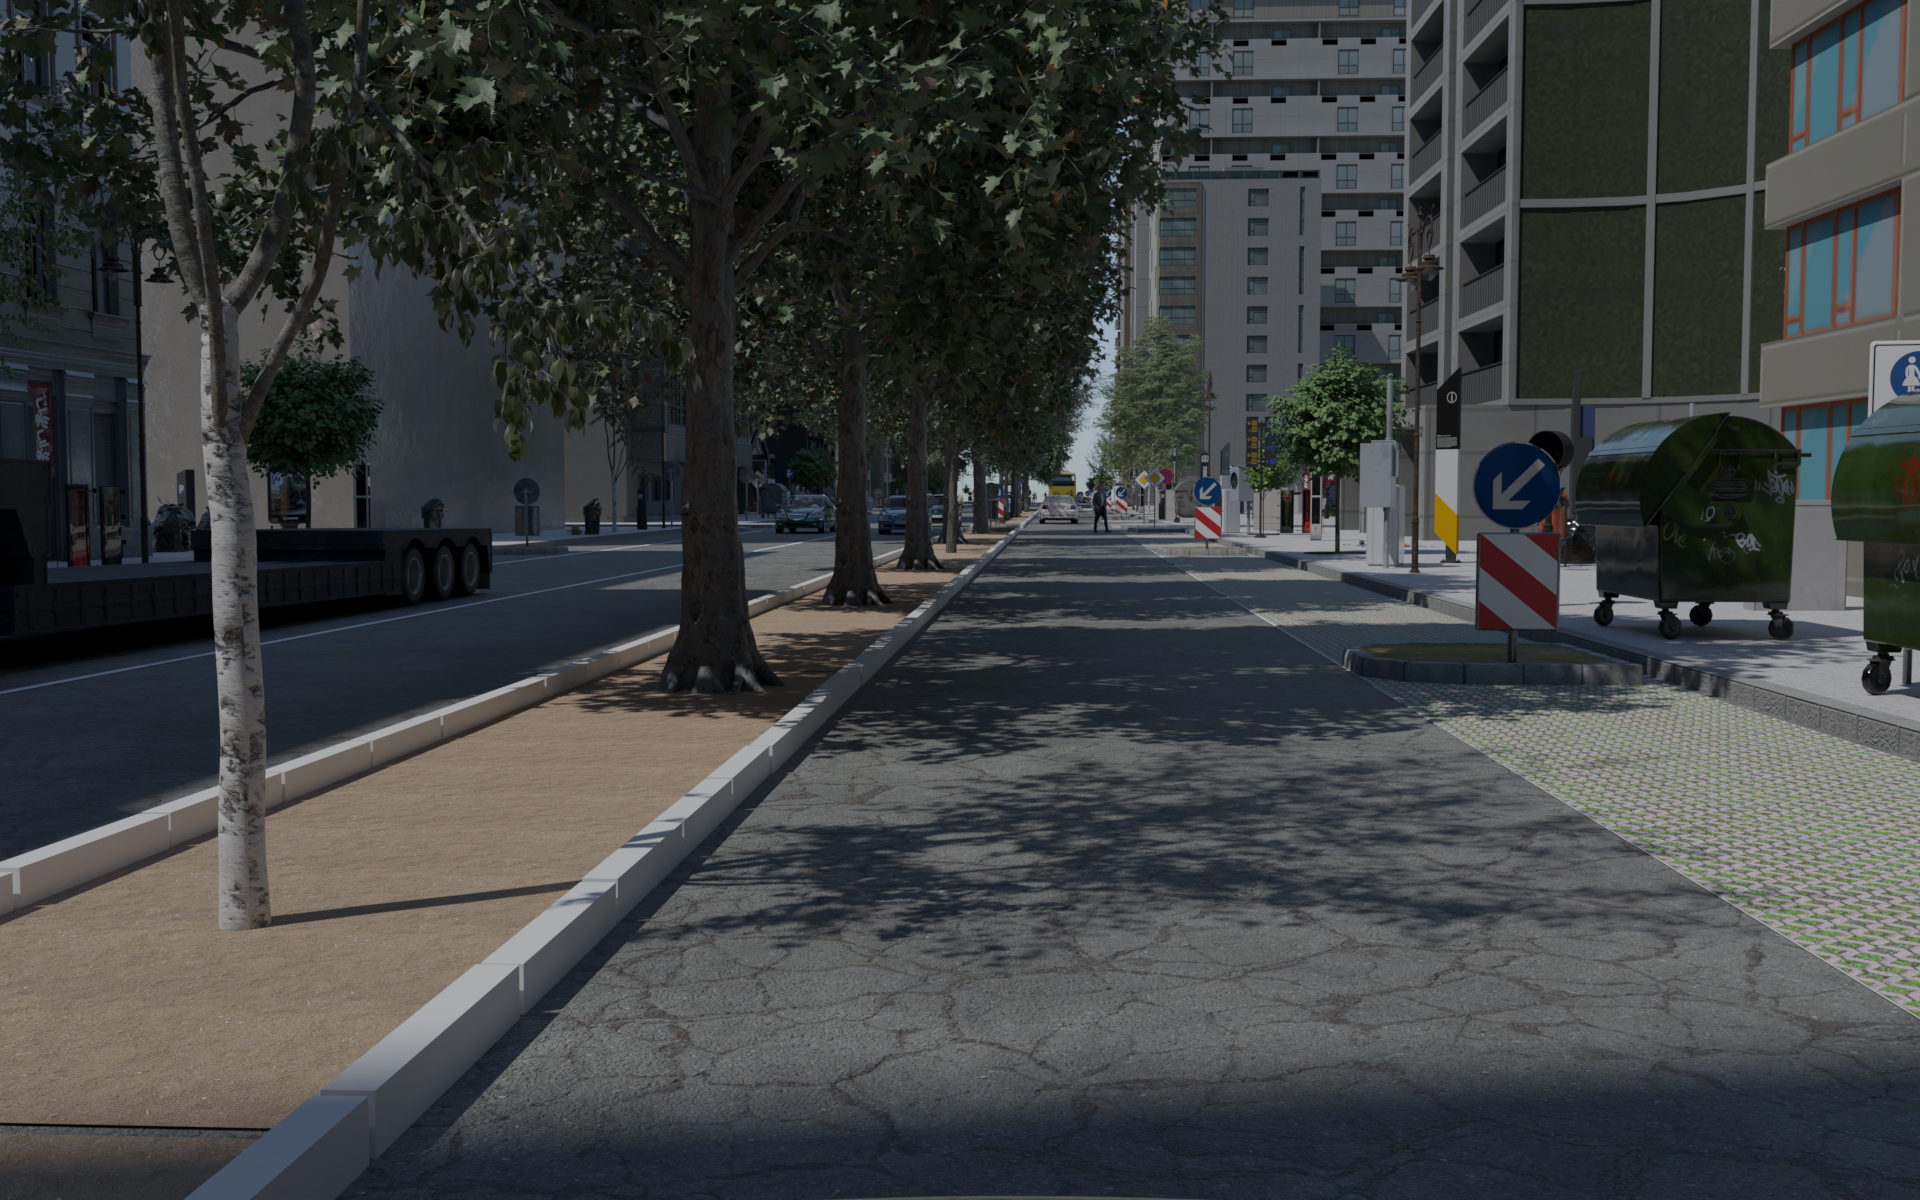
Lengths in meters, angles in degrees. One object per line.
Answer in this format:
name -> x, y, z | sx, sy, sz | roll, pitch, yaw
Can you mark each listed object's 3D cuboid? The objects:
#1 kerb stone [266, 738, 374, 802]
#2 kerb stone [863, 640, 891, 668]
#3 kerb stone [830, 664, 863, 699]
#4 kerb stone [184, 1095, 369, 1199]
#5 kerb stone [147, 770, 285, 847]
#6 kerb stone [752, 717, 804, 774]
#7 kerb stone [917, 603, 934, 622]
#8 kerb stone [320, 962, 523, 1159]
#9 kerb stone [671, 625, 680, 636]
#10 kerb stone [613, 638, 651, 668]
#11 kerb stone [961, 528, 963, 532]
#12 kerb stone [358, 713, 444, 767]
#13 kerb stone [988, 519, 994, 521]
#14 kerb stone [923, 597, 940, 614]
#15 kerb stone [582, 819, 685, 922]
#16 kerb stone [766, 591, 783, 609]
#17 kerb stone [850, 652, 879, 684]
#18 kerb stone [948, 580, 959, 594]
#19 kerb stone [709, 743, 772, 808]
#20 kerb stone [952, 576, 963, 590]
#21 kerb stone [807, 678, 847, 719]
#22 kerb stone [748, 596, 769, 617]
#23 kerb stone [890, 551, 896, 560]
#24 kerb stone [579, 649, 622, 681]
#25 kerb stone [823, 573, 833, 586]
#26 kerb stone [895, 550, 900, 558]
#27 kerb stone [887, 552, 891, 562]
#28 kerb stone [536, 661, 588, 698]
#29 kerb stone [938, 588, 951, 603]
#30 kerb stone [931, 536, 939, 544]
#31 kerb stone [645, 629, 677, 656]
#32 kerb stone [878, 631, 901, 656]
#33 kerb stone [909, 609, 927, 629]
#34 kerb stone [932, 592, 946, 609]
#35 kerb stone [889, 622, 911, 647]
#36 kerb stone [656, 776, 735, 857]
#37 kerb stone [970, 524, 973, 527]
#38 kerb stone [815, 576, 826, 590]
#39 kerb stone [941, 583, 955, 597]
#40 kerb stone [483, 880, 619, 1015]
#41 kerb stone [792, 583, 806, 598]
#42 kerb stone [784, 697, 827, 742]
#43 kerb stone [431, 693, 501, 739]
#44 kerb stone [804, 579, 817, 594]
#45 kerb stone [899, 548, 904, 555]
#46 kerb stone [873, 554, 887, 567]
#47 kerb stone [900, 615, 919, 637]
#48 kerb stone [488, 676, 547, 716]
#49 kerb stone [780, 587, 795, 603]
kerb stone -> -3.148, 0.838, 8.499 | 0.120, 0.150, 1.000 | 0, 4, 3
kerb stone -> -0.709, 0.473, 14.465 | 0.120, 0.150, 1.000 | 0, 4, 3
kerb stone -> -0.829, 0.598, 12.419 | 0.120, 0.150, 1.000 | 0, 4, 3
kerb stone -> -1.348, 1.162, 3.197 | 0.120, 0.150, 1.000 | 0, 4, 3
kerb stone -> -3.211, 0.900, 7.479 | 0.120, 0.150, 1.000 | 0, 4, 3
kerb stone -> -0.990, 0.787, 9.353 | 0.120, 0.150, 1.000 | 0, 4, 3
kerb stone -> -0.418, 0.164, 19.579 | 0.120, 0.150, 1.000 | 0, 4, 3
kerb stone -> -1.289, 1.099, 4.228 | 0.120, 0.150, 1.000 | 0, 4, 3
kerb stone -> -2.692, 0.338, 16.676 | 0.120, 0.150, 1.000 | 0, 4, 3
kerb stone -> -2.804, 0.463, 14.625 | 0.120, 0.150, 1.000 | 0, 4, 3
kerb stone -> 0.033, -2.604, 64.808 | 0.120, 0.150, 1.000 | 0, 4, 3
kerb stone -> -3.090, 0.776, 9.521 | 0.120, 0.150, 1.000 | 0, 4, 3
kerb stone -> 1.793, -4.514, 95.999 | 0.120, 0.150, 1.000 | 0, 4, 3
kerb stone -> -0.367, 0.097, 20.606 | 0.120, 0.150, 1.000 | 0, 4, 3
kerb stone -> -1.174, 0.973, 6.281 | 0.120, 0.150, 1.000 | 0, 4, 3
kerb stone -> -2.400, 0.024, 21.804 | 0.120, 0.150, 1.000 | 0, 4, 3
kerb stone -> -0.764, 0.541, 13.440 | 0.120, 0.150, 1.000 | 0, 4, 3
kerb stone -> -0.136, -0.153, 24.707 | 0.120, 0.150, 1.000 | 0, 4, 3
kerb stone -> -1.059, 0.848, 8.333 | 0.120, 0.150, 1.000 | 0, 4, 3
kerb stone -> -0.074, -0.214, 25.731 | 0.120, 0.150, 1.000 | 0, 4, 3
kerb stone -> -0.884, 0.661, 11.394 | 0.120, 0.150, 1.000 | 0, 4, 3
kerb stone -> -2.460, 0.086, 20.783 | 0.120, 0.150, 1.000 | 0, 4, 3
kerb stone -> -1.532, -0.915, 37.152 | 0.120, 0.150, 1.000 | 0, 4, 3
kerb stone -> -2.862, 0.525, 13.604 | 0.120, 0.150, 1.000 | 0, 4, 3
kerb stone -> -2.120, -0.287, 26.913 | 0.120, 0.150, 1.000 | 0, 4, 3
kerb stone -> -1.480, -0.978, 38.178 | 0.120, 0.150, 1.000 | 0, 4, 3
kerb stone -> -1.592, -0.852, 36.127 | 0.120, 0.150, 1.000 | 0, 4, 3
kerb stone -> -2.917, 0.588, 12.583 | 0.120, 0.150, 1.000 | 0, 4, 3
kerb stone -> -0.242, -0.028, 22.654 | 0.120, 0.150, 1.000 | 0, 4, 3
kerb stone -> -0.727, -1.792, 51.499 | 0.120, 0.150, 1.000 | 0, 4, 3
kerb stone -> -2.750, 0.400, 15.648 | 0.120, 0.150, 1.000 | 0, 4, 3
kerb stone -> -0.653, 0.414, 15.486 | 0.120, 0.150, 1.000 | 0, 4, 3
kerb stone -> -0.481, 0.229, 18.559 | 0.120, 0.150, 1.000 | 0, 4, 3
kerb stone -> -0.301, 0.036, 21.631 | 0.120, 0.150, 1.000 | 0, 4, 3
kerb stone -> -0.595, 0.348, 16.510 | 0.120, 0.150, 1.000 | 0, 4, 3
kerb stone -> -1.115, 0.911, 7.305 | 0.120, 0.150, 1.000 | 0, 4, 3
kerb stone -> 0.640, -3.262, 75.544 | 0.120, 0.150, 1.000 | 0, 4, 3
kerb stone -> -2.171, -0.226, 25.892 | 0.120, 0.150, 1.000 | 0, 4, 3
kerb stone -> -0.199, -0.091, 23.685 | 0.120, 0.150, 1.000 | 0, 4, 3
kerb stone -> -1.230, 1.043, 5.260 | 0.120, 0.150, 1.000 | 0, 4, 3
kerb stone -> -2.287, -0.101, 23.850 | 0.120, 0.150, 1.000 | 0, 4, 3
kerb stone -> -0.938, 0.728, 10.374 | 0.120, 0.150, 1.000 | 0, 4, 3
kerb stone -> -3.028, 0.714, 10.542 | 0.120, 0.150, 1.000 | 0, 4, 3
kerb stone -> -2.223, -0.164, 24.870 | 0.120, 0.150, 1.000 | 0, 4, 3
kerb stone -> -1.422, -1.040, 39.203 | 0.120, 0.150, 1.000 | 0, 4, 3
kerb stone -> -1.641, -0.790, 35.106 | 0.120, 0.150, 1.000 | 0, 4, 3
kerb stone -> -0.536, 0.285, 17.530 | 0.120, 0.150, 1.000 | 0, 4, 3
kerb stone -> -2.979, 0.654, 11.563 | 0.120, 0.150, 1.000 | 0, 4, 3
kerb stone -> -2.343, -0.039, 22.828 | 0.120, 0.150, 1.000 | 0, 4, 3
